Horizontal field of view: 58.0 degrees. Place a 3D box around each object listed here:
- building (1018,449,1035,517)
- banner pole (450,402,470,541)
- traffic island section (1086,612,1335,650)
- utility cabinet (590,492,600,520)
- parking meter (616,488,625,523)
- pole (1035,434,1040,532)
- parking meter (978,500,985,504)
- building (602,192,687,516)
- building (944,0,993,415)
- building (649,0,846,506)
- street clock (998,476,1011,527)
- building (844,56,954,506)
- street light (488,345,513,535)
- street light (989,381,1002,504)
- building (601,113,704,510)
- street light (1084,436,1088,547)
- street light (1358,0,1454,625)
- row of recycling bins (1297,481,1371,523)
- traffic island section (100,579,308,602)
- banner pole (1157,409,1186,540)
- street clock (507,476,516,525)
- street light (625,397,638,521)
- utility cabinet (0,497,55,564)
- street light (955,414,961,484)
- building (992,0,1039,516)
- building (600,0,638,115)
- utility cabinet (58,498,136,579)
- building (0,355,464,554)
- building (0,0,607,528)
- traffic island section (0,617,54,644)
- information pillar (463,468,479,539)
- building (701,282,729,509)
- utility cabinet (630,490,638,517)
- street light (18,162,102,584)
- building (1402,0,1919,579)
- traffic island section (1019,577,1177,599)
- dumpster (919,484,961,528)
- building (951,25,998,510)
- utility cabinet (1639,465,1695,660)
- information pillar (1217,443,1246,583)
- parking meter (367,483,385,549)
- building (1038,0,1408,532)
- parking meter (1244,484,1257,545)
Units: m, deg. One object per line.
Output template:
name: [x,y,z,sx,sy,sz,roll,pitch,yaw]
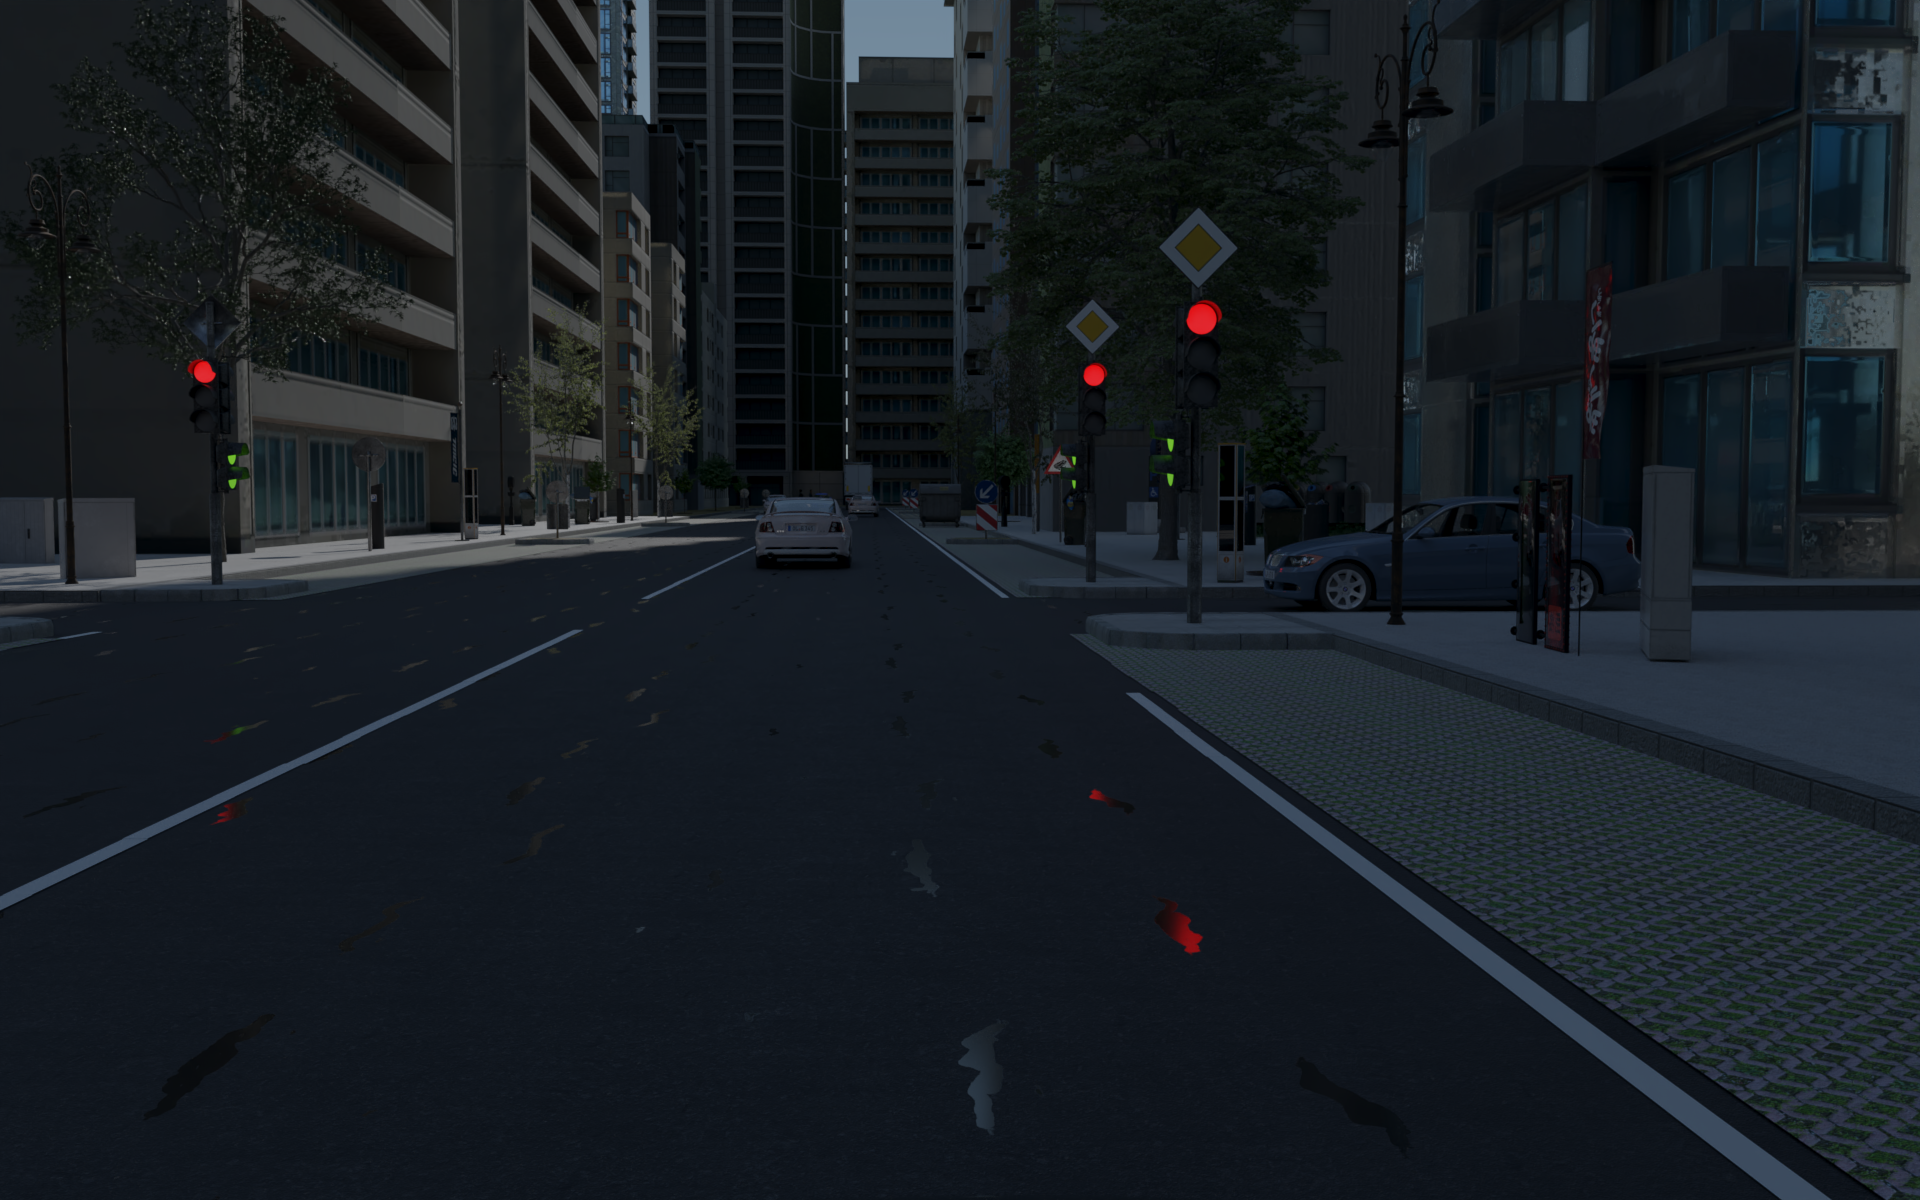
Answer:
building: [14.155,-39.823,89.353,20.563,71.187,20.611,0,4,-3]
banner pole: [-13.625,-3.482,46.951,0.401,3.779,0.863,0,4,8]
traffic island section: [2.353,0.309,17.236,2.009,0.180,2.903,0,4,-3]
utility cabinet: [-18.258,-4.695,85.441,0.318,1.500,1.173,2,4,25]
parking meter: [-14.986,-4.164,76.499,0.372,1.533,0.369,0,3,0]
pole: [2.637,-3.996,59.177,0.158,3.312,0.155,0,3,0]
parking meter: [0.963,-4.279,75.669,0.399,1.863,0.255,1,4,8]
building: [-33.339,-16.394,113.082,27.650,21.520,28.899,0,4,-3]
building: [13.438,-34.952,160.704,28.713,52.752,27.495,0,4,-3]
building: [-23.207,-46.198,193.587,20.611,71.187,20.563,0,4,-3]
street clock: [1.734,-3.864,67.747,0.471,2.002,0.358,-2,4,-30]
building: [-2.188,-35.031,196.463,21.600,48.544,21.300,0,4,-3]
street light: [-14.223,-4.949,53.709,0.468,5.910,1.993,0,4,-3]
street light: [1.449,-6.008,71.023,0.468,5.910,1.993,0,4,-3]
building: [-27.813,-22.221,135.007,14.160,30.474,14.107,0,4,-3]
street light: [3.110,-4.225,41.871,0.468,5.910,1.993,0,4,-3]
street light: [4.291,-2.696,16.861,0.468,5.910,1.993,0,4,-3]
row of recycling bins: [11.786,-2.963,55.564,1.069,1.692,3.534,-2,4,-32]
traffic island section: [-10.547,-0.139,24.550,2.009,0.180,2.903,0,4,-3]
banner pole: [5.916,-3.583,48.600,0.863,3.779,0.401,1,4,18]
street clock: [-18.408,-4.066,71.049,0.358,2.002,0.471,0,4,-7]
street light: [-15.671,-6.714,82.567,0.468,5.910,1.993,0,4,-3]
utility cabinet: [-17.307,-1.275,32.009,1.020,1.237,0.306,0,4,6]
street light: [-0.103,-7.774,99.890,0.468,5.910,1.993,0,4,-3]
building: [9.437,-28.044,108.631,14.600,45.320,14.200,0,4,-3]
building: [-49.013,-53.809,192.441,31.000,86.520,22.319,0,4,-3]
utility cabinet: [-13.202,-0.939,26.507,1.020,1.237,0.306,-3,5,-44]
building: [-26.588,-25.799,45.511,21.300,48.544,21.600,0,4,-3]
building: [-29.260,-27.999,81.484,21.300,48.544,21.600,0,4,-3]
traffic island section: [-10.121,0.349,16.576,2.009,0.180,2.903,0,4,-3]
information pillar: [-13.836,-2.722,49.001,0.304,2.012,0.304,0,4,7]
building: [-36.914,-19.186,158.733,28.899,21.520,27.650,0,4,-3]
utility cabinet: [-17.853,-5.269,94.823,0.318,1.500,1.173,-1,4,-16]
street light: [-12.680,-3.166,24.546,0.468,5.910,1.993,0,4,-3]
building: [24.843,-25.403,34.951,30.456,49.044,23.786,0,4,-3]
traffic island section: [1.927,-0.179,25.210,2.009,0.180,2.903,0,4,-3]
dumpster: [-0.851,-4.012,73.805,1.865,1.857,1.264,0,4,-2]
building: [11.223,-50.009,130.321,22.319,86.520,31.000,0,4,-3]
utility cabinet: [5.598,-0.307,13.702,0.318,1.500,1.173,1,4,18]
information pillar: [3.917,-1.256,25.030,0.304,2.012,0.304,2,4,33]
parking meter: [-13.668,-1.964,40.515,0.372,1.533,0.369,0,3,0]
building: [9.782,-23.309,64.697,14.154,41.232,14.086,0,4,-3]
parking meter: [7.238,-2.140,43.400,0.372,1.533,0.369,0,3,0]
